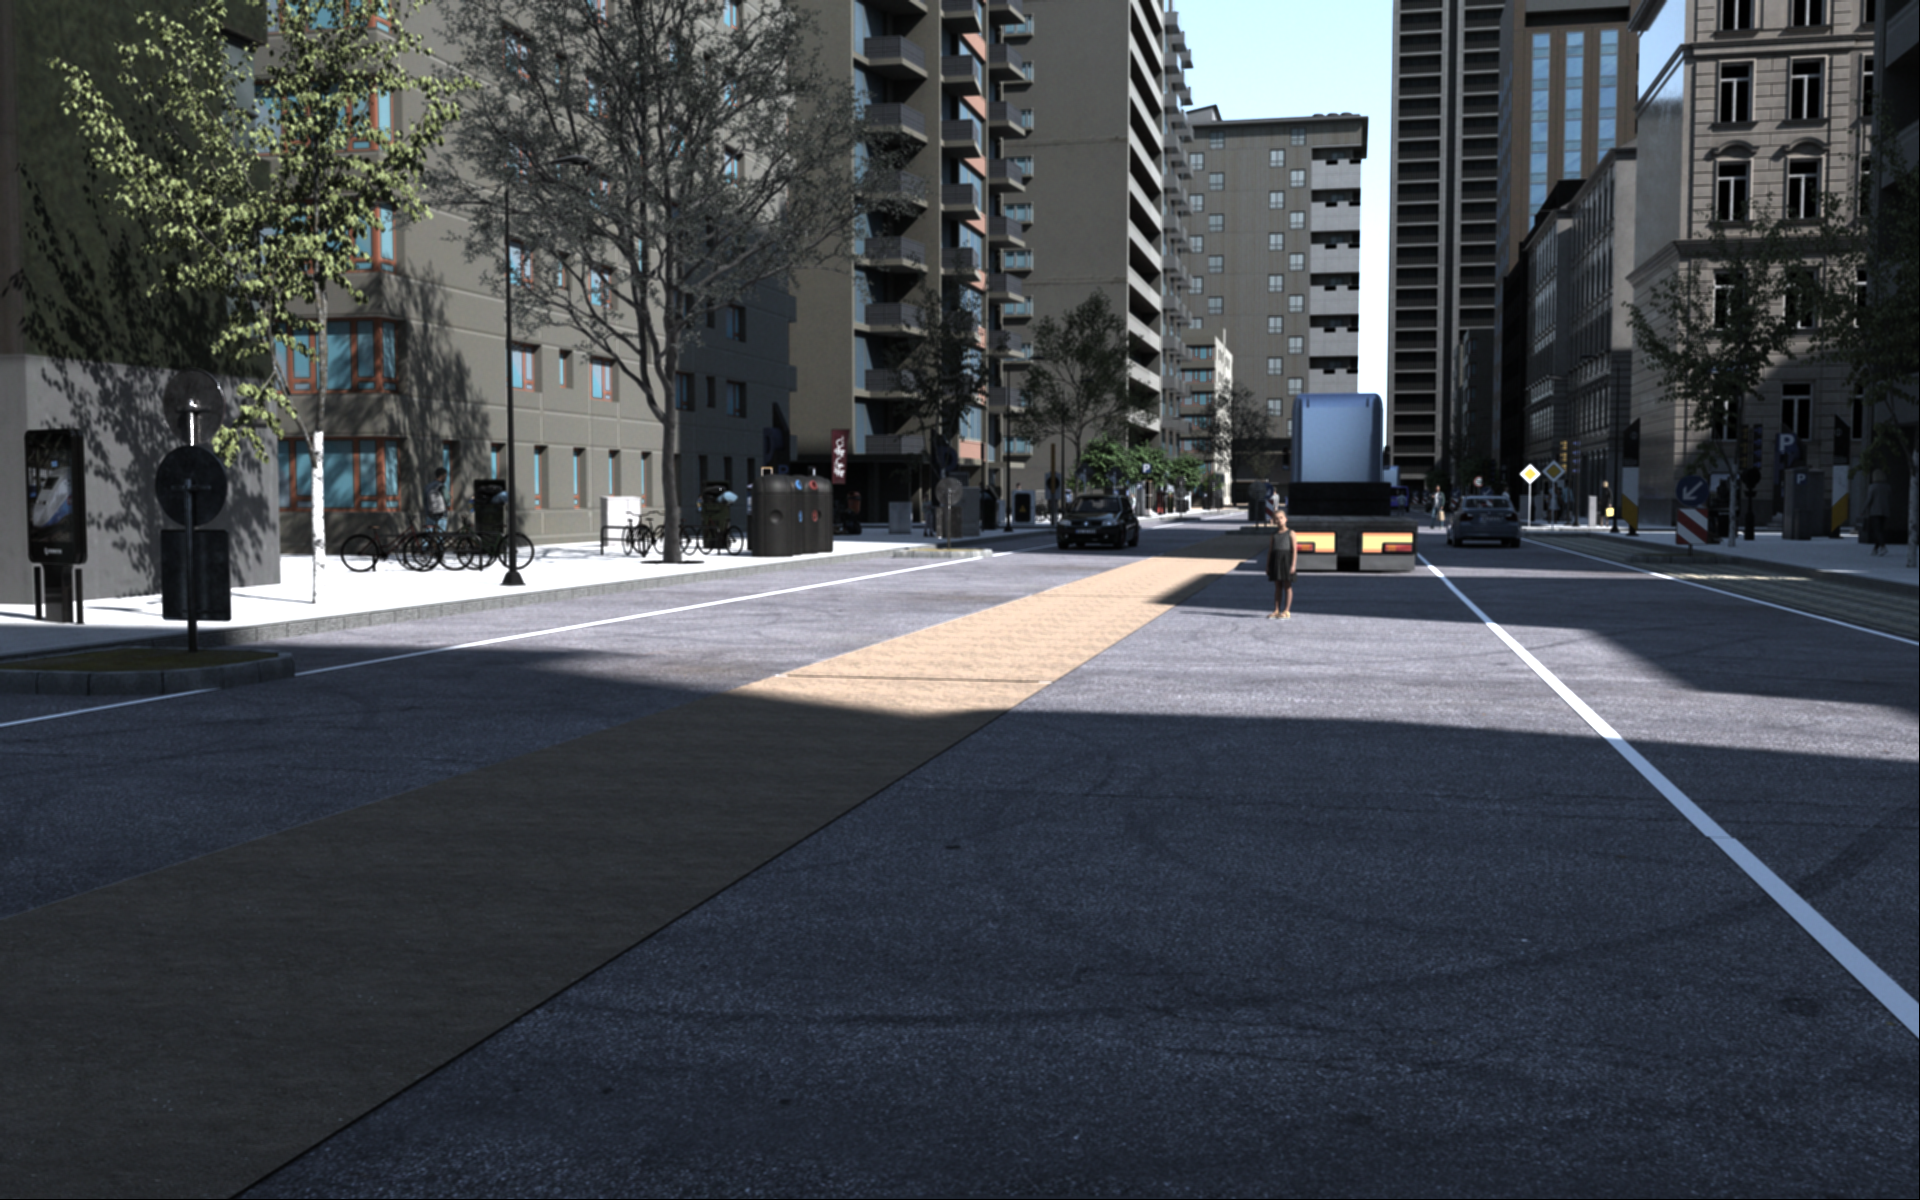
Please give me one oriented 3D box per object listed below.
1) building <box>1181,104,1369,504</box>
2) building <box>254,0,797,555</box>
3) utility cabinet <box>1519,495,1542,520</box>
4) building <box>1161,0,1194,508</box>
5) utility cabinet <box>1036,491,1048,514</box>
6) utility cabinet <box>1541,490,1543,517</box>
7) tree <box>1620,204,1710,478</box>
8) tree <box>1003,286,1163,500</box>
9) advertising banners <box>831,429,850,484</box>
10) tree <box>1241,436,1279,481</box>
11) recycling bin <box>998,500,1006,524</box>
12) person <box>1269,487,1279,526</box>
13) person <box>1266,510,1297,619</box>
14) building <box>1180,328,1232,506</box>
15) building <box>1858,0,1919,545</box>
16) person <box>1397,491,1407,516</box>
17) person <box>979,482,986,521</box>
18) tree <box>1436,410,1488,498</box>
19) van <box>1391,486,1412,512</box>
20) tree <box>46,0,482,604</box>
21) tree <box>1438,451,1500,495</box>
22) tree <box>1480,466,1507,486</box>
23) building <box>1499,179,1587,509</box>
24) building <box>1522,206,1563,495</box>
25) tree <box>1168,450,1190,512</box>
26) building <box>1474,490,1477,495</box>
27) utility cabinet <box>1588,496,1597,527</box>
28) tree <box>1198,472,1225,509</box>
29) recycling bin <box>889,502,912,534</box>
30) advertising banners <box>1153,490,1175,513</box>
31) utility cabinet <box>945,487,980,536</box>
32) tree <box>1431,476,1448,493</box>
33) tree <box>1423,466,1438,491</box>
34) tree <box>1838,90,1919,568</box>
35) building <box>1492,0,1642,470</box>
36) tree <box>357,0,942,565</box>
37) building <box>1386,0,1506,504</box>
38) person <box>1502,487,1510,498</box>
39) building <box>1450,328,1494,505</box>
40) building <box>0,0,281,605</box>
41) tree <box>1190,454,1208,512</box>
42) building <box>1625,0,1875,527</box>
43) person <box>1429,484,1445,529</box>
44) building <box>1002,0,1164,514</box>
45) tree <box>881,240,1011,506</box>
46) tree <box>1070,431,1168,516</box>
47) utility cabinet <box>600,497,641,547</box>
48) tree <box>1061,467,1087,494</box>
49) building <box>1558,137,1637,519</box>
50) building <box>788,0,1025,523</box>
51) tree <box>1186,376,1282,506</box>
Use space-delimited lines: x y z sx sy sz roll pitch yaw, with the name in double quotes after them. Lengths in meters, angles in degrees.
44.432 -39.836 240.551 27.495 52.752 28.713 1 4 13 "building"
-23.080 -12.681 52.382 28.899 21.520 27.650 1 4 13 "building"
28.705 -4.647 87.142 1.020 1.237 0.306 0 4 6 "utility cabinet"
9.743 -33.109 160.935 23.786 49.044 30.456 1 4 13 "building"
5.363 -6.301 111.701 1.173 1.500 0.318 2 4 35 "utility cabinet"
32.306 -5.290 95.173 1.173 1.500 0.318 -3 5 -43 "utility cabinet"
18.693 -5.619 42.225 4.737 8.622 4.395 0 3 0 "tree"
5.492 -8.734 77.213 7.601 10.594 8.767 0 4 -5 "tree"
-3.970 -3.104 46.932 2.074 3.025 0.090 1 4 13 "advertising banners"
36.327 -15.926 210.752 4.360 8.622 3.978 0 3 0 "tree"
1.532 -3.802 74.717 0.722 1.027 0.722 1 4 21 "recycling bin"
12.660 -3.720 70.077 0.466 1.731 0.760 1 4 9 "person"
3.706 -0.415 19.951 0.362 1.253 0.373 3 5 43 "person"
16.752 -22.059 205.701 28.899 21.520 27.650 1 4 13 "building"
31.565 -24.927 31.254 21.300 48.544 21.600 1 4 13 "building"
26.827 -5.803 105.182 0.589 1.601 0.330 2 4 25 "person"
0.827 -3.598 66.684 0.474 1.900 0.648 2 4 28 "person"
44.202 -12.363 152.504 4.360 8.622 3.978 0 3 0 "tree"
34.868 -8.177 138.083 2.240 2.365 5.245 1 4 14 "van"
-7.737 -4.261 20.027 4.737 8.622 4.395 0 3 0 "tree"
39.850 -9.134 133.055 4.285 4.588 4.351 0 3 0 "tree"
36.481 -7.537 117.836 1.663 3.219 1.824 0 3 0 "tree"
47.563 -18.334 129.439 12.332 23.373 15.834 1 4 13 "building"
42.671 -16.148 113.168 9.793 20.994 18.267 1 4 13 "building"
11.033 -7.268 102.550 4.285 4.588 4.351 0 3 0 "tree"
66.000 -28.936 164.983 32.217 40.220 23.993 1 4 13 "building"
24.455 -3.413 66.966 0.306 1.237 1.020 1 4 18 "utility cabinet"
21.805 -9.451 149.120 1.663 3.219 1.824 0 3 0 "tree"
-1.916 -2.648 55.842 0.722 1.027 0.722 0 4 2 "recycling bin"
13.267 -7.239 114.538 2.074 3.025 0.090 -1 4 -20 "advertising banners"
0.001 -2.663 52.222 1.173 1.500 0.318 0 4 -5 "utility cabinet"
54.151 -12.282 195.418 1.663 3.219 1.824 0 3 0 "tree"
55.741 -13.354 202.051 4.285 4.588 4.351 0 3 0 "tree"
16.453 -4.881 30.172 4.737 8.622 4.395 0 3 0 "tree"
53.156 -30.377 146.768 14.600 45.320 14.200 1 4 13 "building"
-5.470 -7.418 31.658 12.009 13.543 11.850 0 3 0 "tree"
67.686 -48.443 230.297 20.611 71.187 20.563 1 4 13 "building"
26.480 -4.615 84.183 0.478 1.798 0.641 -2 4 -27 "person"
69.757 -21.234 192.221 27.650 21.520 28.899 1 4 13 "building"
-18.036 -15.102 18.617 14.160 30.474 14.107 1 4 13 "building"
16.615 -8.812 127.786 4.285 4.588 4.351 0 3 0 "tree"
41.100 -16.697 70.264 25.104 27.353 12.463 1 4 13 "building"
19.251 -3.746 69.727 0.713 1.824 0.794 -3 5 -41 "person"
2.700 -30.568 123.486 21.300 48.544 21.600 1 4 13 "building"
-0.518 -6.149 50.900 4.360 8.622 3.978 0 3 0 "tree"
7.175 -6.289 86.531 4.285 4.588 4.351 0 3 0 "tree"
-8.313 -1.915 42.477 0.306 1.237 1.020 3 5 41 "utility cabinet"
7.417 -6.973 108.602 1.663 3.219 1.824 0 3 0 "tree"
39.234 -15.019 94.706 9.793 20.994 18.267 1 4 13 "building"
-8.855 -26.594 89.441 22.147 44.769 28.867 1 4 13 "building"
28.572 -16.504 180.205 12.009 13.543 11.850 0 3 0 "tree"
